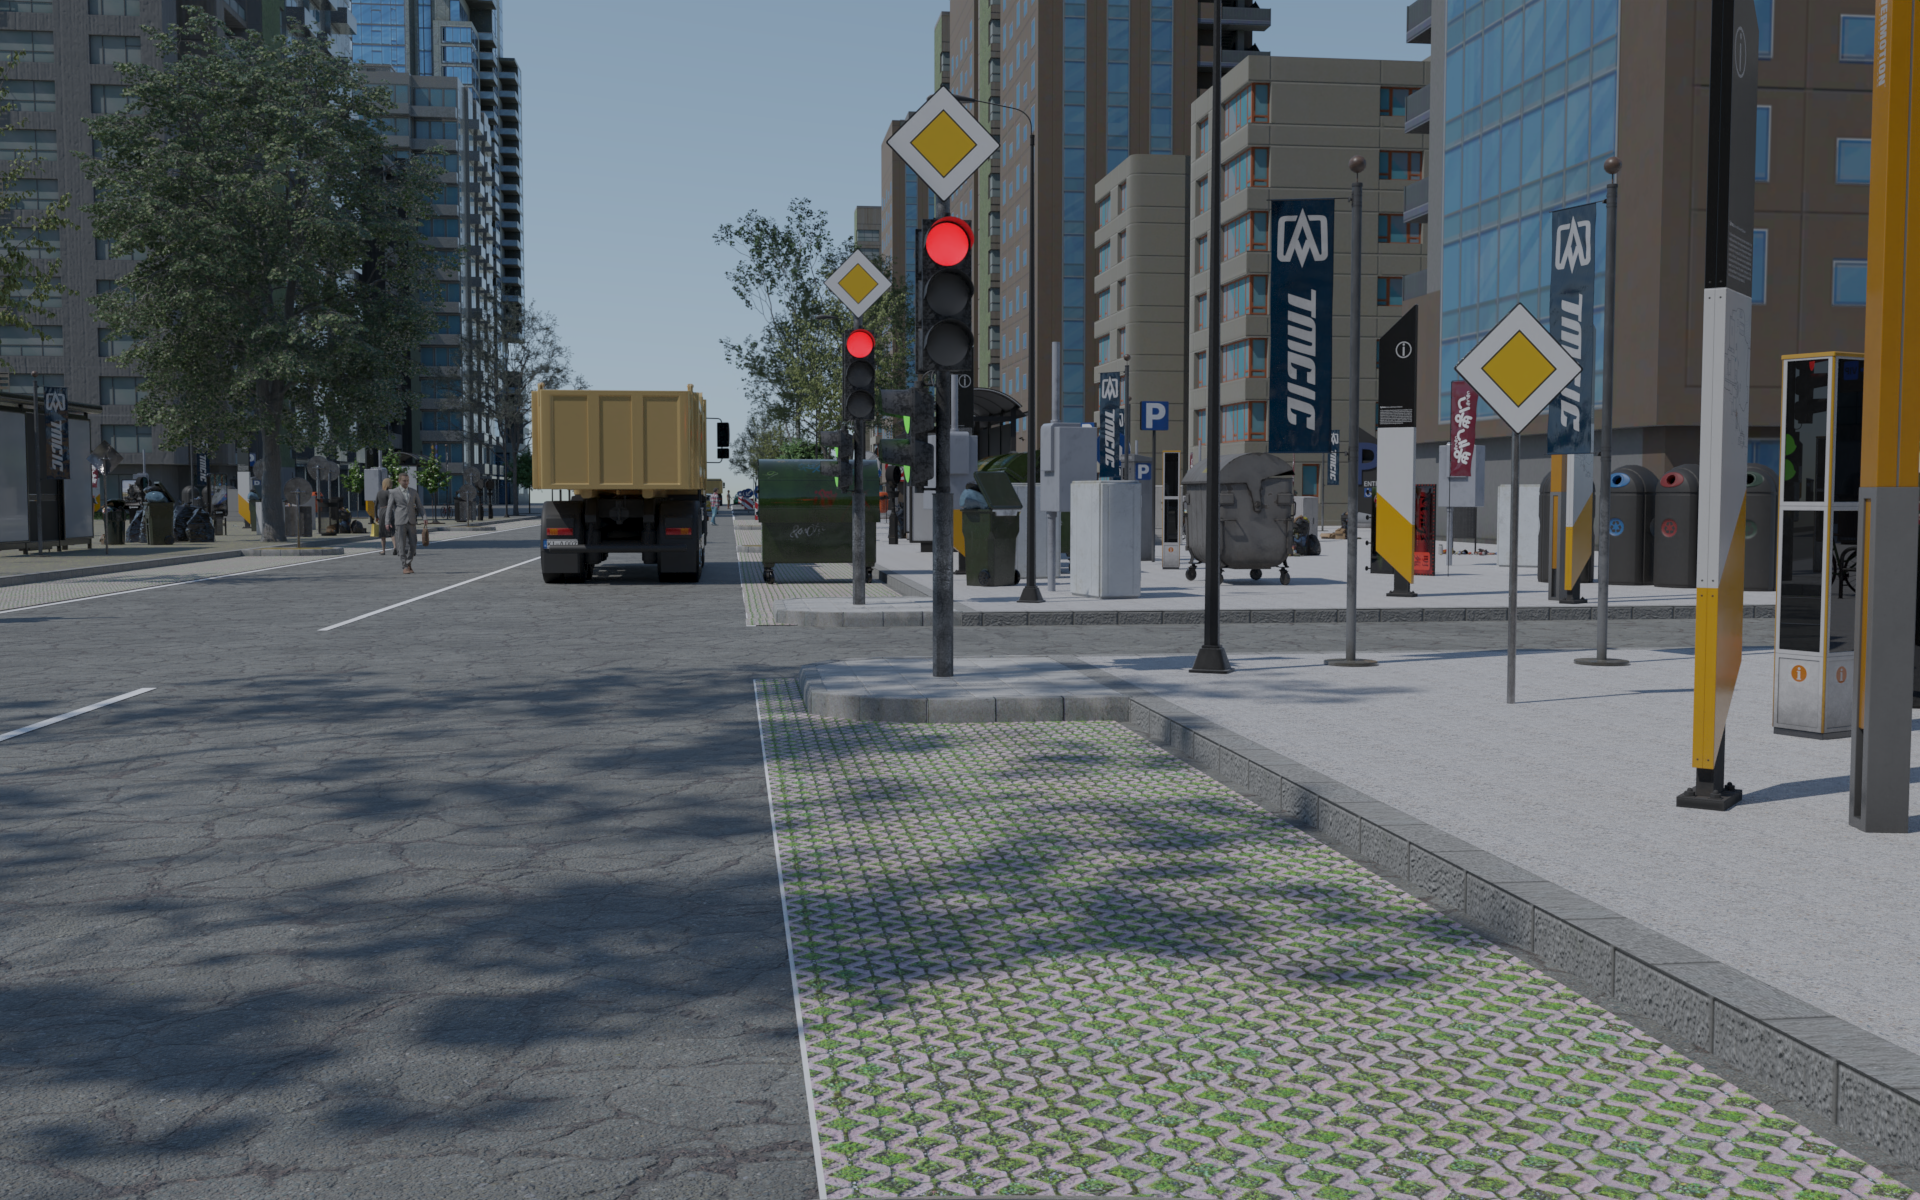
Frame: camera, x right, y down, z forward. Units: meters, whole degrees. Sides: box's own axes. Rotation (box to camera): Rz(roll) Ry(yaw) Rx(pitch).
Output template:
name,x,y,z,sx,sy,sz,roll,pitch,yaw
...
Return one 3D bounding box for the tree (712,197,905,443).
name,x,y,z,sx,sy,sz,roll,pitch,yaw
tree,-9.256,-15.466,108.755,12.611,20.169,13.585,0,3,0

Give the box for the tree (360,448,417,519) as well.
name,x,y,z,sx,sy,sz,roll,pitch,yaw
tree,-21.692,-4.348,65.694,1.663,3.219,1.824,0,3,0

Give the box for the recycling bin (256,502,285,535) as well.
name,x,y,z,sx,sy,sz,roll,pitch,yaw
recycling bin,-21.637,-2.556,54.350,0.722,1.027,0.722,-2,4,-34

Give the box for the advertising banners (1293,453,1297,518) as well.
name,x,y,z,sx,sy,sz,roll,pitch,yaw
advertising banners,12.481,-4.183,64.581,0.090,3.025,2.074,1,4,15

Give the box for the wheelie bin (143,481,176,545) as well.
name,x,y,z,sx,sy,sz,roll,pitch,yaw
wheelie bin,-20.184,-2.185,43.637,0.693,1.594,0.980,-3,4,-36

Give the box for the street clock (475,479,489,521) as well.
name,x,y,z,sx,sy,sz,roll,pitch,yaw
street clock,-23.044,-4.807,83.166,0.358,2.002,0.471,2,4,30

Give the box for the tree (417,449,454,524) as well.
name,x,y,z,sx,sy,sz,roll,pitch,yaw
tree,-22.456,-4.864,74.134,1.663,3.219,1.824,0,3,0

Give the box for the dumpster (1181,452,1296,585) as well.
name,x,y,z,sx,sy,sz,roll,pitch,yaw
dumpster,4.013,-1.173,24.941,1.264,1.857,1.865,0,4,-7

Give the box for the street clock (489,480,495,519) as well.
name,x,y,z,sx,sy,sz,roll,pitch,yaw
street clock,-24.221,-5.181,89.275,0.471,2.002,0.358,-2,4,-26

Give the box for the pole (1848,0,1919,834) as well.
name,x,y,z,sx,sy,sz,roll,pitch,yaw
pole,3.512,-0.776,6.526,0.158,3.312,0.155,0,3,0

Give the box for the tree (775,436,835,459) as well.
name,x,y,z,sx,sy,sz,roll,pitch,yaw
tree,-7.848,-6.420,88.682,4.285,4.588,4.351,0,3,0

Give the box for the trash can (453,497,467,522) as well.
name,x,y,z,sx,sy,sz,roll,pitch,yaw
trash can,-22.702,-4.111,78.861,0.748,1.137,0.748,0,3,0

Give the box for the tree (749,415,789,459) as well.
name,x,y,z,sx,sy,sz,roll,pitch,yaw
tree,-16.919,-12.591,156.229,4.360,8.622,3.978,0,3,0

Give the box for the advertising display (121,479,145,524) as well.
name,x,y,z,sx,sy,sz,roll,pitch,yaw
advertising display,-35.643,-4.249,74.693,0.974,1.923,0.123,0,4,0

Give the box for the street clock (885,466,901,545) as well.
name,x,y,z,sx,sy,sz,roll,pitch,yaw
street clock,-1.692,-2.411,43.991,0.358,2.002,0.471,2,4,25

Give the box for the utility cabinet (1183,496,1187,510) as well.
name,x,y,z,sx,sy,sz,roll,pitch,yaw
utility cabinet,7.845,-2.989,60.033,0.306,1.237,1.020,2,4,30

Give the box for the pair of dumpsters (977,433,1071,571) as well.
name,x,y,z,sx,sy,sz,roll,pitch,yaw
pair of dumpsters,1.042,-1.661,29.644,1.574,2.255,4.437,0,4,-8

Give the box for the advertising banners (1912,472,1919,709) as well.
name,x,y,z,sx,sy,sz,roll,pitch,yaw
advertising banners,6.289,-0.851,10.108,2.074,3.025,0.090,1,4,15

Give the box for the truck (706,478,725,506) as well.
name,x,y,z,sx,sy,sz,roll,pitch,yaw
truck,-30.601,-13.298,213.353,3.469,3.379,9.791,-1,4,-9

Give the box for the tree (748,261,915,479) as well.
name,x,y,z,sx,sy,sz,roll,pitch,yaw
tree,-3.505,-6.328,53.829,4.737,8.622,4.395,0,3,0

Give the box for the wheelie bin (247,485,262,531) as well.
name,x,y,z,sx,sy,sz,roll,pitch,yaw
wheelie bin,-24.092,-3.165,59.658,0.693,1.594,0.980,2,4,26

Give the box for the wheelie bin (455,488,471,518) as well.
name,x,y,z,sx,sy,sz,roll,pitch,yaw
wheelie bin,-24.164,-4.665,84.187,0.693,1.594,0.980,-3,4,-38

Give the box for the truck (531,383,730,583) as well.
name,x,y,z,sx,sy,sz,roll,pitch,yaw
truck,-5.939,-2.179,31.548,3.469,3.379,9.791,0,4,-7

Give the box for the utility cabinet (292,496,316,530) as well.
name,x,y,z,sx,sy,sz,roll,pitch,yaw
utility cabinet,-23.500,-3.111,62.019,0.306,1.237,1.020,1,4,14

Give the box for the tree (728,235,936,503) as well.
name,x,y,z,sx,sy,sz,roll,pitch,yaw
tree,-4.218,-7.887,63.371,8.767,10.594,7.601,1,4,14

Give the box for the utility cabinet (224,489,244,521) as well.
name,x,y,z,sx,sy,sz,roll,pitch,yaw
utility cabinet,-33.429,-4.370,80.124,1.173,1.500,0.318,-1,4,-14

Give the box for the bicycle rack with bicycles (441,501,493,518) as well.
name,x,y,z,sx,sy,sz,roll,pitch,yaw
bicycle rack with bicycles,-25.924,-4.778,91.505,2.852,0.926,2.925,-2,4,-32

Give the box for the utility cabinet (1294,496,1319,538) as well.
name,x,y,z,sx,sy,sz,roll,pitch,yaw
utility cabinet,9.372,-2.184,46.871,0.306,1.237,1.020,2,4,34

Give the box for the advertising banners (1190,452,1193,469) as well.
name,x,y,z,sx,sy,sz,roll,pitch,yaw
advertising banners,9.770,-4.626,71.828,0.090,3.025,2.074,0,4,-5

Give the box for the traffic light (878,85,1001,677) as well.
name,x,y,z,sx,sy,sz,roll,pitch,yaw
traffic light,-0.138,-1.417,12.086,0.839,4.253,0.868,0,4,-8

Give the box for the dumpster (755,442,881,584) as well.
name,x,y,z,sx,sy,sz,roll,pitch,yaw
dumpster,-2.288,-1.401,27.853,1.985,2.255,1.502,0,4,-7

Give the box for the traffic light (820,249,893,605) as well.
name,x,y,z,sx,sy,sz,roll,pitch,yaw
traffic light,-1.192,-1.901,20.001,0.839,4.253,0.868,0,4,-8

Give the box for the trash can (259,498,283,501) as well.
name,x,y,z,sx,sy,sz,roll,pitch,yaw
trash can,-22.741,-2.787,57.222,0.748,1.137,0.748,0,3,0

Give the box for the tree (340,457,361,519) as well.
name,x,y,z,sx,sy,sz,roll,pitch,yaw
tree,-31.651,-5.871,90.593,1.663,3.219,1.824,0,3,0

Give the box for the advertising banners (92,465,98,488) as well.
name,x,y,z,sx,sy,sz,roll,pitch,yaw
advertising banners,-37.219,-4.716,73.287,2.074,3.025,0.090,1,4,19

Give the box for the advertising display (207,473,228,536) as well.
name,x,y,z,sx,sy,sz,roll,pitch,yaw
advertising display,-22.986,-2.961,53.629,0.123,1.923,0.974,0,4,7

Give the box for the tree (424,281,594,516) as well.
name,x,y,z,sx,sy,sz,roll,pitch,yaw
tree,-26.086,-11.645,100.767,12.009,13.543,11.850,0,3,0

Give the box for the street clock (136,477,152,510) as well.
name,x,y,z,sx,sy,sz,roll,pitch,yaw
street clock,-33.975,-4.123,71.978,0.358,2.002,0.471,1,4,17

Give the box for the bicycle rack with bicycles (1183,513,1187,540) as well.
name,x,y,z,sx,sy,sz,roll,pitch,yaw
bicycle rack with bicycles,5.760,-2.102,47.748,2.852,0.926,2.925,-1,4,-22

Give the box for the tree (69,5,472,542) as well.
name,x,y,z,sx,sy,sz,roll,pitch,yaw
tree,-18.466,-8.553,46.492,9.857,13.997,8.962,0,3,0

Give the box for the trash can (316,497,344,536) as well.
name,x,y,z,sx,sy,sz,roll,pitch,yaw
trash can,-19.357,-2.535,53.099,0.748,1.137,0.748,0,3,0

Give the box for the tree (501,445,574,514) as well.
name,x,y,z,sx,sy,sz,roll,pitch,yaw
tree,-28.175,-7.941,113.556,4.285,4.588,4.351,0,3,0

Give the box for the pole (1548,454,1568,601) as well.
name,x,y,z,sx,sy,sz,roll,pitch,yaw
pole,7.209,-1.648,20.793,0.158,3.312,0.155,0,3,0

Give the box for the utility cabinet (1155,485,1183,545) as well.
name,x,y,z,sx,sy,sz,roll,pitch,yaw
utility cabinet,4.994,-2.132,43.534,1.173,1.500,0.318,1,4,14

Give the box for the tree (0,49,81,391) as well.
name,x,y,z,sx,sy,sz,roll,pitch,yaw
tree,-16.036,-4.684,26.947,4.737,8.622,4.395,0,3,0

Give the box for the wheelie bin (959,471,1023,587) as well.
name,x,y,z,sx,sy,sz,roll,pitch,yaw
wheelie bin,0.400,-0.998,24.218,0.980,1.594,0.693,-3,5,-45

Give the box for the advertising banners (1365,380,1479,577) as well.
name,x,y,z,sx,sy,sz,roll,pitch,yaw
advertising banners,7.244,-1.895,27.177,0.090,3.025,2.074,-3,5,-39

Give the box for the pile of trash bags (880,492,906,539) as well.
name,x,y,z,sx,sy,sz,roll,pitch,yaw
pile of trash bags,-0.279,-2.476,50.241,3.447,1.369,1.912,-2,4,-31
